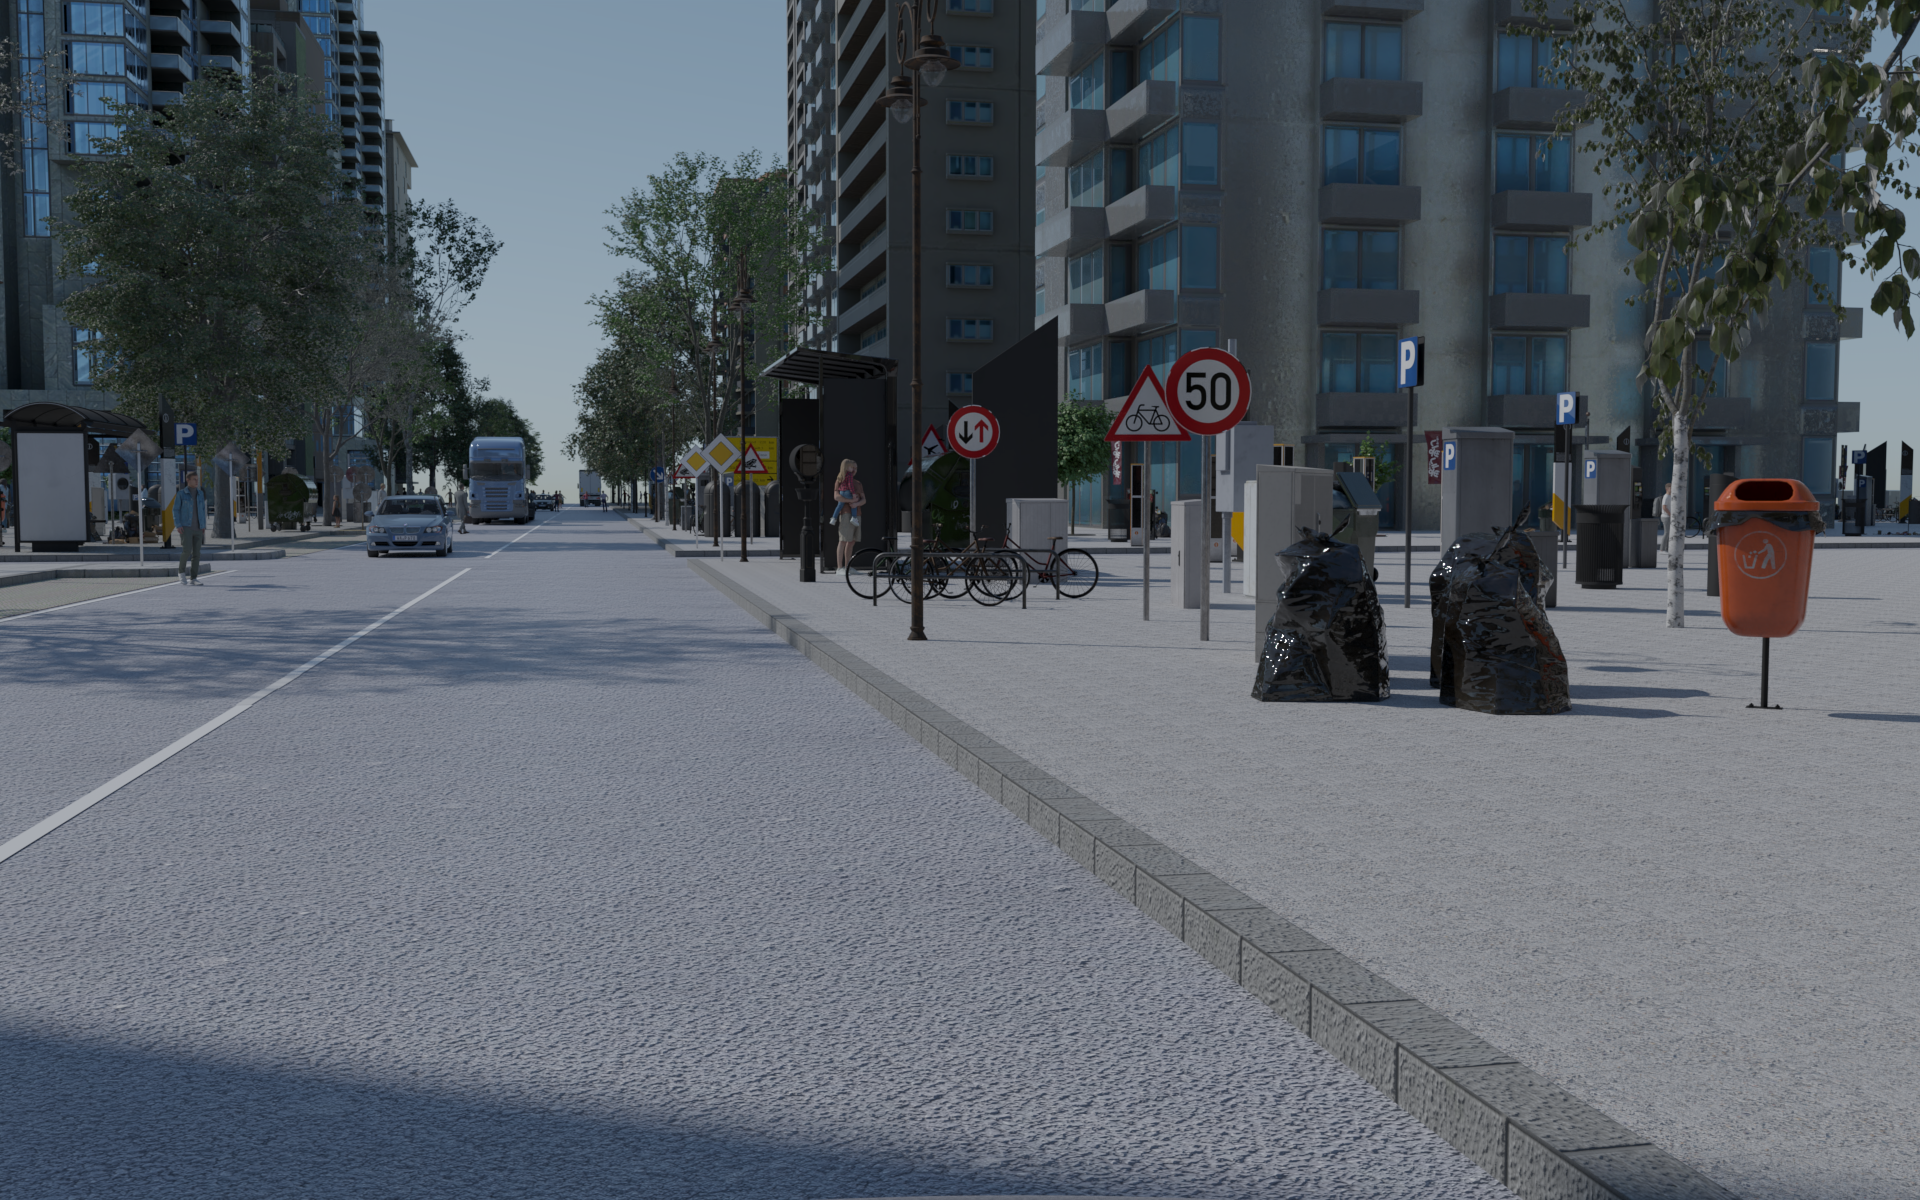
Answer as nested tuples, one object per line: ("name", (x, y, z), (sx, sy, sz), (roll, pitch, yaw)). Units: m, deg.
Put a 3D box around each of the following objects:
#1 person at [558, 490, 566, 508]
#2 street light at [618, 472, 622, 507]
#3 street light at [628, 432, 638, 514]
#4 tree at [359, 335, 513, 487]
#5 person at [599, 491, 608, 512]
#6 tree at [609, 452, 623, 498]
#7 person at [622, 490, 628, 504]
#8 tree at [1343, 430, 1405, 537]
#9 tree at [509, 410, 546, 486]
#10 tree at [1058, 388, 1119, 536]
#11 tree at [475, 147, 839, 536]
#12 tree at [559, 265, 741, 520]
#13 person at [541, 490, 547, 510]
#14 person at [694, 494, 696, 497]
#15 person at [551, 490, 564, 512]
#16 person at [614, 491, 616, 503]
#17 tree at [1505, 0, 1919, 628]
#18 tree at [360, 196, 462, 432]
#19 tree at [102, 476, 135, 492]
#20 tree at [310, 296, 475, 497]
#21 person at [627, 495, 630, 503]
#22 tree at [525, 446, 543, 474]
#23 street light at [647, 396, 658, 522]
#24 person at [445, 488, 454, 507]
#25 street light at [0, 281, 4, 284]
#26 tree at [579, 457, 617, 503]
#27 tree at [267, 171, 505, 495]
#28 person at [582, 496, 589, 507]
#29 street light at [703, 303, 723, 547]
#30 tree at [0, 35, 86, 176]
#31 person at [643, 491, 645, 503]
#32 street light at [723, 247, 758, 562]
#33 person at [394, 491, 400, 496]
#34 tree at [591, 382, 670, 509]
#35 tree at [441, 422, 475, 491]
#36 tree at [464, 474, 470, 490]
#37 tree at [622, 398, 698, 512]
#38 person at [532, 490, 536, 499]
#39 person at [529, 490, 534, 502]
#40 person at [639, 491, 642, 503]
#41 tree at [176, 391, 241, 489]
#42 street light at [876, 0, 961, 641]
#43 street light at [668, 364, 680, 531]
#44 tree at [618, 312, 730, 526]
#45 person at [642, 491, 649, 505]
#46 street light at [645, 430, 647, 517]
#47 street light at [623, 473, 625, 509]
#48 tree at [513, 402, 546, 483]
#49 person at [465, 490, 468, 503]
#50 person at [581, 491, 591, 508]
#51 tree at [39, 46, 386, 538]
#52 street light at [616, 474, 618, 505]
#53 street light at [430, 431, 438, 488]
("person", (-40.793, -10.291, 176.758), (0.705, 1.824, 1.348), (3, 5, 41))
("street light", (-29.682, -11.012, 152.830), (0.468, 5.910, 1.993), (-1, 4, -12))
("street light", (-22.218, -8.868, 117.787), (0.468, 5.910, 1.993), (-1, 4, -12))
("tree", (-36.823, -12.448, 120.539), (9.611, 12.733, 9.660), (0, 3, 0))
("person", (-28.092, -7.774, 136.550), (0.756, 1.711, 0.436), (-1, 4, -21))
("tree", (-24.143, -10.799, 126.920), (4.737, 8.622, 4.395), (0, 3, 0))
("person", (-42.750, -13.157, 221.115), (1.348, 1.831, 0.705), (2, 4, 33))
("tree", (12.284, -3.530, 52.321), (1.663, 3.219, 1.824), (0, 3, 0))
("tree", (-58.918, -18.606, 222.339), (7.486, 12.596, 7.792), (0, 3, 0))
("tree", (3.427, -4.272, 53.561), (4.285, 4.588, 4.351), (0, 3, 0))
("tree", (-7.490, -7.750, 52.474), (9.928, 11.665, 9.643), (0, 3, 0))
("tree", (-15.039, -10.336, 85.995), (9.611, 12.733, 9.660), (0, 3, 0))
("person", (-37.910, -9.128, 157.731), (1.348, 1.826, 0.705), (3, 4, 36))
("person", (-33.053, -12.986, 218.387), (0.705, 1.821, 1.348), (3, 5, 40))
("person", (-32.626, -8.019, 140.331), (1.217, 1.743, 0.721), (1, 4, 20))
("person", (-47.514, -14.133, 237.636), (0.721, 1.766, 1.217), (0, 4, -4))
("tree", (7.115, -4.038, 16.391), (4.360, 8.622, 3.978), (0, 3, 0))
("tree", (-25.113, -9.683, 68.684), (12.009, 13.543, 11.850), (0, 3, 0))
("tree", (-48.673, -6.436, 99.826), (1.663, 3.219, 1.824), (0, 3, 0))
("tree", (-30.513, -10.160, 91.870), (9.928, 11.665, 9.643), (0, 3, 0))
("person", (-48.875, -15.034, 255.035), (0.799, 1.438, 0.628), (1, 4, 15))
("tree", (-61.185, -18.475, 236.482), (7.601, 10.594, 8.767), (1, 4, 13))
("street light", (-13.751, -6.453, 78.300), (0.468, 5.910, 1.993), (-1, 4, -12))
("person", (-49.236, -9.868, 167.382), (0.705, 1.824, 1.348), (3, 5, 39))
("street light", (-16.059, -3.394, 28.284), (0.468, 5.910, 1.993), (-1, 4, -12))
("tree", (-52.172, -21.467, 261.354), (12.009, 13.543, 11.850), (0, 3, 0))
("tree", (-33.977, -15.122, 103.125), (12.611, 20.169, 13.585), (0, 3, 0))
("person", (-40.670, -10.796, 188.245), (0.991, 1.433, 0.599), (-2, 4, -35))
("street light", (-5.957, -4.239, 42.103), (0.468, 5.910, 1.993), (-1, 4, -12))
("tree", (-15.357, -6.685, 19.666), (12.009, 13.543, 11.850), (0, 3, 0))
("person", (-39.820, -12.961, 219.428), (0.415, 1.643, 0.593), (3, 5, 44))
("street light", (-4.084, -3.657, 32.572), (0.468, 5.910, 1.993), (-1, 4, -12))
("person", (-60.621, -10.907, 186.849), (1.348, 1.822, 0.705), (1, 4, 14))
("tree", (-33.999, -15.878, 177.726), (7.486, 12.596, 7.792), (0, 3, 0))
("tree", (-42.079, -11.852, 144.146), (4.360, 8.622, 3.978), (0, 3, 0))
("tree", (-43.291, -10.454, 154.633), (4.285, 4.588, 4.351), (0, 3, 0))
("tree", (-17.582, -9.363, 103.441), (4.737, 8.622, 4.395), (0, 3, 0))
("person", (-41.241, -9.723, 167.560), (0.705, 1.814, 1.350), (3, 4, 37))
("person", (-38.271, -8.937, 154.697), (0.705, 1.814, 1.350), (-2, 4, -35))
("person", (-44.450, -14.312, 240.982), (0.436, 1.711, 0.756), (-1, 4, -21))
("tree", (-42.794, -9.015, 97.754), (4.737, 8.622, 4.395), (0, 3, 0))
("street light", (-0.375, -2.585, 15.049), (0.468, 5.910, 1.993), (-1, 4, -12))
("street light", (-10.044, -5.382, 60.776), (0.468, 5.910, 1.993), (-1, 4, -12))
("tree", (-11.637, -7.309, 69.872), (4.360, 8.622, 3.978), (0, 3, 0))
("person", (-38.586, -12.602, 212.806), (1.217, 1.735, 0.721), (-2, 4, -24))
("street light", (-17.462, -7.544, 96.131), (0.468, 5.910, 1.993), (-1, 4, -12))
("street light", (-25.889, -9.941, 135.324), (0.468, 5.910, 1.993), (-1, 4, -12))
("tree", (-53.395, -17.396, 201.432), (9.611, 12.733, 9.660), (0, 3, 0))
("person", (-61.851, -12.888, 216.839), (0.705, 1.814, 1.350), (0, 4, 8))
("person", (-39.168, -10.539, 181.540), (1.217, 1.743, 0.721), (0, 4, 6))
("tree", (-21.651, -8.794, 50.441), (9.857, 13.997, 8.962), (0, 3, 0))
("street light", (-33.542, -12.138, 171.235), (0.468, 5.910, 1.993), (-1, 4, -12))
("street light", (-34.329, -8.588, 113.208), (0.468, 5.910, 1.993), (-1, 4, -12))
